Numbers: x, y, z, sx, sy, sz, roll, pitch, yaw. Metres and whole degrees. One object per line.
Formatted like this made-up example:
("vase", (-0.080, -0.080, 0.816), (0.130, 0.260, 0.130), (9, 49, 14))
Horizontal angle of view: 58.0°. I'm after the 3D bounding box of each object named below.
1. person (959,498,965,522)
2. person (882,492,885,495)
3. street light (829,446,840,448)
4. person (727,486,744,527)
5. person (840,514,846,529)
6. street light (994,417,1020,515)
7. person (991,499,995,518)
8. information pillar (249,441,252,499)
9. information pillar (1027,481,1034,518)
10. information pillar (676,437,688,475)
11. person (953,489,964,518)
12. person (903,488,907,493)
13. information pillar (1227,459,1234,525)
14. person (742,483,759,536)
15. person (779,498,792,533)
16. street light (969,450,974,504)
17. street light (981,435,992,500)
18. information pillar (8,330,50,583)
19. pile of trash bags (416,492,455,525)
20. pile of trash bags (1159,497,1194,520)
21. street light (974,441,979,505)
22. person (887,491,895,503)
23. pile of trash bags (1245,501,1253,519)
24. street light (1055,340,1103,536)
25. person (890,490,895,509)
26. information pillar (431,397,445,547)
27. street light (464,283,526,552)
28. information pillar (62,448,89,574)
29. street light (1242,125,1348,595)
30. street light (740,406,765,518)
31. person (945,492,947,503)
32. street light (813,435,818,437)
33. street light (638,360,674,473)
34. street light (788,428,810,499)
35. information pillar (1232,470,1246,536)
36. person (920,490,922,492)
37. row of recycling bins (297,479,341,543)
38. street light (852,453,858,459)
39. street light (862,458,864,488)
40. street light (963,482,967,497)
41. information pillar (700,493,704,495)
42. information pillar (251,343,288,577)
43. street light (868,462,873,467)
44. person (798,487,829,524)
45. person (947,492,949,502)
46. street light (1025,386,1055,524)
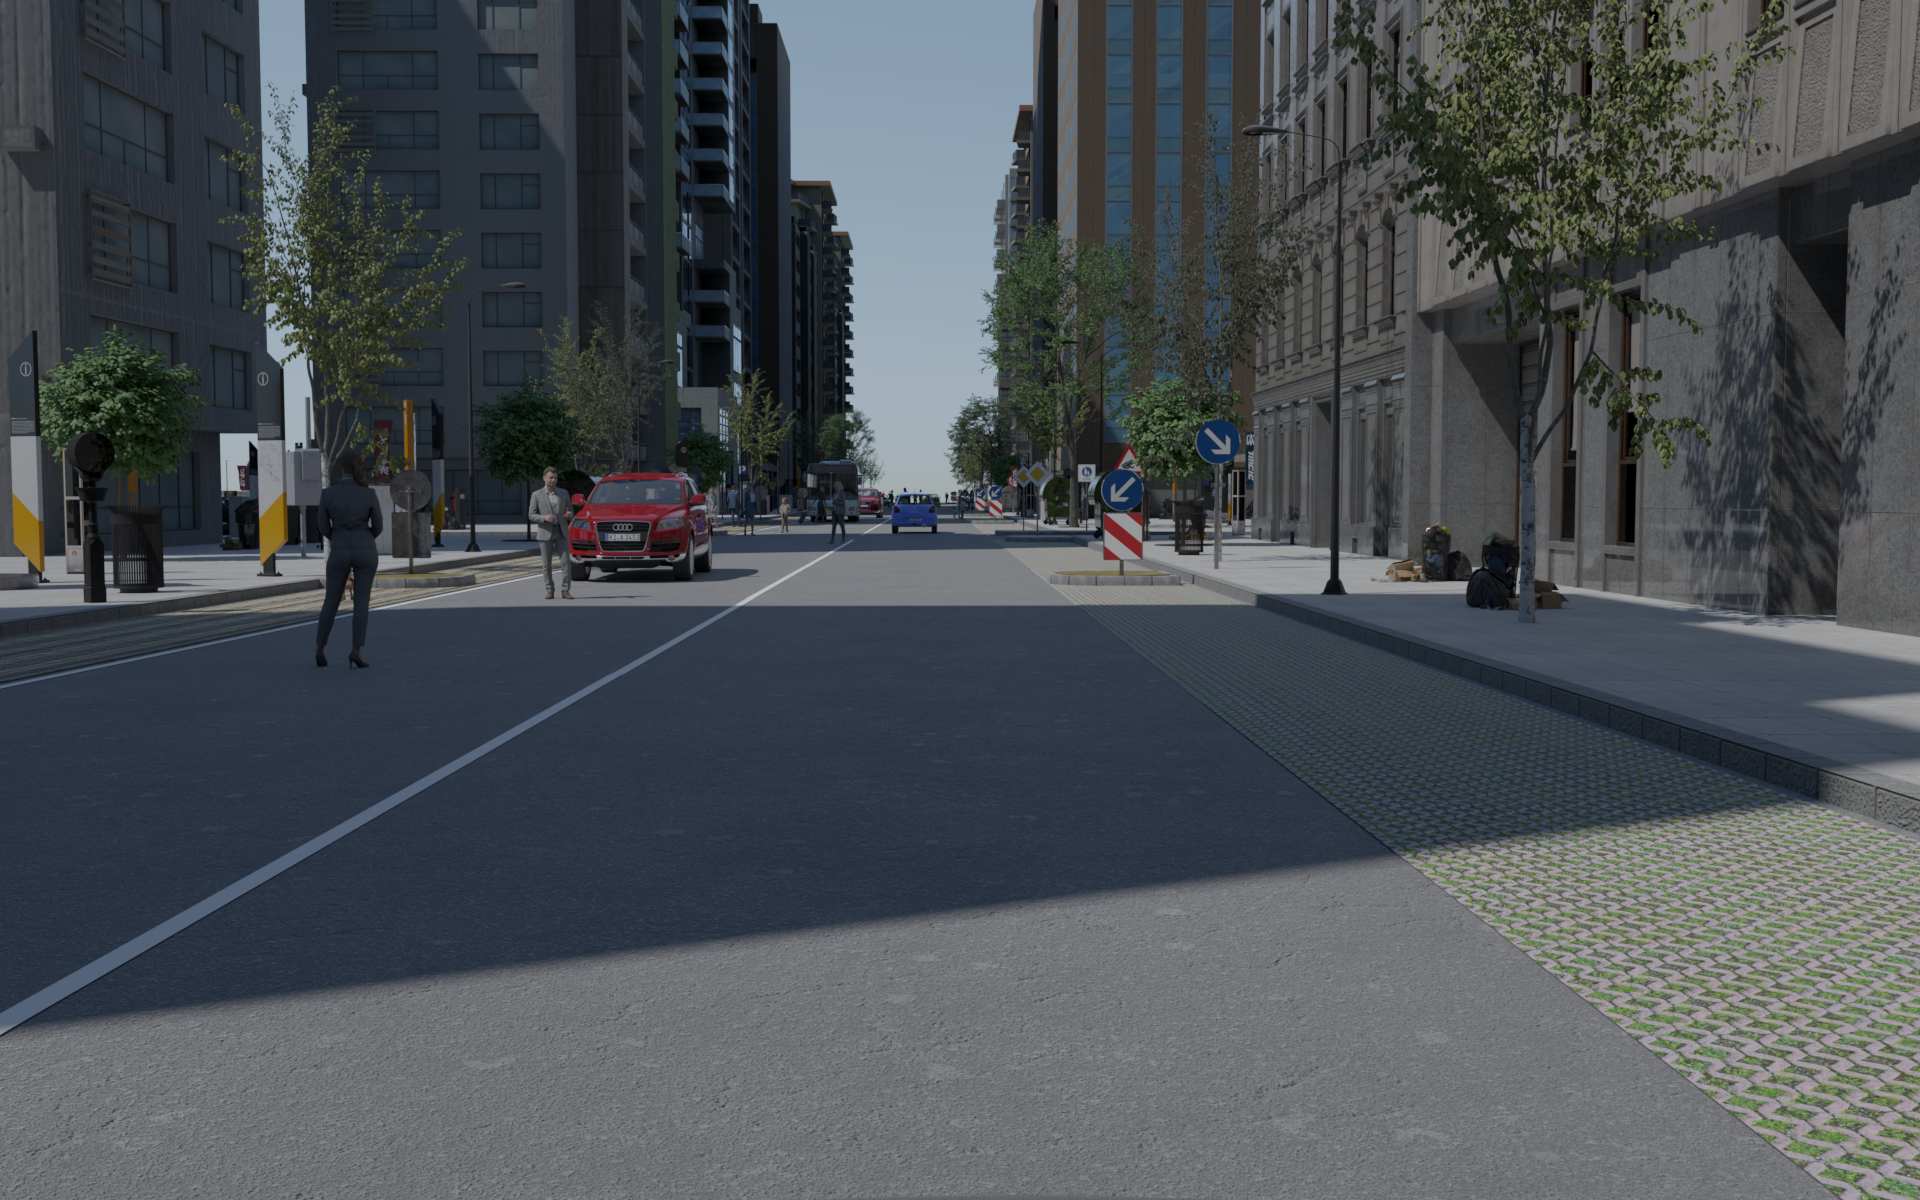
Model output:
("person", (0.108, -4.593, 88.273), (0.352, 1.250, 0.332), (1, 4, 21))
("person", (-11.814, -15.791, 266.819), (1.348, 1.807, 0.705), (0, 4, 3))
("street light", (-12.270, -11.901, 167.114), (1.470, 5.913, 1.316), (0, 4, -1))
("person", (-9.735, -4.055, 74.982), (0.721, 1.800, 0.419), (1, 4, 17))
("person", (-4.800, -3.564, 71.016), (0.306, 1.304, 0.590), (1, 4, 16))
("street light", (2.975, -8.095, 104.901), (1.470, 5.913, 1.316), (0, 4, -1))
("person", (1.987, -5.595, 104.643), (0.373, 1.253, 0.362), (-2, 4, -35))
("information pillar", (-31.109, -5.198, 76.347), (0.183, 3.616, 0.504), (2, 4, 25))
("information pillar", (3.747, -5.365, 92.205), (0.304, 2.012, 0.304), (3, 4, 38))
("information pillar", (-11.249, -4.819, 70.140), (0.504, 3.616, 0.183), (0, 4, -8))
("person", (-0.097, -5.712, 102.727), (0.643, 1.720, 0.563), (0, 4, 6))
("person", (-3.043, -5.451, 97.811), (0.721, 1.800, 0.419), (-1, 4, -13))
("information pillar", (11.088, -4.861, 70.832), (0.183, 3.616, 0.504), (2, 4, 26))
("person", (-7.231, -3.125, 59.620), (0.581, 1.822, 0.654), (-1, 4, -23))
("person", (-6.434, -3.123, 63.836), (0.475, 1.303, 0.640), (0, 4, 3))
("street light", (1.820, -12.775, 181.409), (1.470, 5.913, 1.316), (0, 4, -1))
("street light", (2.496, -9.969, 135.531), (1.470, 5.913, 1.316), (0, 4, -1))
("information pillar", (-13.416, -2.052, 24.905), (0.504, 3.616, 0.183), (1, 4, 19))
("pile of trash bags", (-22.392, -3.828, 72.337), (3.447, 1.369, 1.912), (-2, 4, -34))
("pile of trash bags", (11.644, -4.728, 87.049), (3.447, 1.369, 1.912), (3, 4, 36))
("street light", (2.206, -10.923, 151.129), (1.470, 5.913, 1.316), (0, 4, -1))
("person", (-9.877, -14.387, 243.804), (1.350, 1.814, 0.705), (0, 4, -6))
("pile of trash bags", (14.658, -4.854, 89.113), (1.912, 1.369, 3.447), (-2, 4, -26))
("street light", (3.735, -4.884, 52.395), (1.470, 5.913, 1.316), (0, 4, -1))
("person", (-6.430, -9.559, 164.789), (0.705, 1.824, 1.348), (-1, 4, -14))
("information pillar", (-12.609, -3.087, 41.835), (0.183, 3.616, 0.504), (-3, 5, -40))
("street light", (-10.241, -4.015, 38.181), (1.470, 5.913, 1.316), (0, 4, -1))
("information pillar", (-14.129, -1.423, 27.762), (0.304, 2.012, 0.304), (0, 4, 4))
("street light", (4.252, -3.025, 21.993), (1.470, 5.913, 1.316), (0, 4, -1))
("street light", (-11.023, -7.288, 91.706), (1.470, 5.913, 1.316), (0, 4, -1))
("person", (-2.187, -16.695, 282.288), (0.721, 1.723, 1.217), (2, 4, 25))
("street light", (-11.849, -10.034, 136.599), (1.470, 5.913, 1.316), (0, 4, -1))
("street light", (-10.605, -5.361, 60.189), (1.470, 5.913, 1.316), (0, 4, -1))
("street light", (-11.538, -9.140, 121.984), (1.470, 5.913, 1.316), (0, 4, -1))
("information pillar", (8.608, -2.995, 53.458), (0.304, 2.012, 0.304), (-2, 4, -28))
("person", (-3.472, -9.056, 156.437), (0.599, 1.838, 0.709), (0, 4, 1))
("row of recycling bins", (-16.936, -2.423, 46.727), (1.069, 1.692, 3.534), (1, 4, 13))
("street light", (-12.718, -13.791, 198.016), (1.470, 5.913, 1.316), (0, 4, -1))
("street light", (-12.985, -15.175, 220.652), (1.470, 5.913, 1.316), (0, 4, -1))
("street light", (1.382, -14.627, 211.687), (1.470, 5.913, 1.316), (0, 4, -1))
("information pillar", (-14.504, -6.429, 96.476), (0.504, 3.616, 0.183), (-2, 4, -31))
("information pillar", (-10.667, -2.169, 26.820), (0.504, 3.616, 0.183), (1, 4, 20))
("street light", (-13.463, -17.076, 251.738), (1.470, 5.913, 1.316), (0, 4, -1))
("person", (-7.110, -4.615, 84.171), (1.509, 1.804, 0.699), (-1, 4, -13))
("person", (-2.140, -17.433, 294.450), (0.530, 1.710, 0.541), (-2, 4, -29))
("street light", (3.471, -6.176, 73.511), (1.470, 5.913, 1.316), (0, 4, -1))
